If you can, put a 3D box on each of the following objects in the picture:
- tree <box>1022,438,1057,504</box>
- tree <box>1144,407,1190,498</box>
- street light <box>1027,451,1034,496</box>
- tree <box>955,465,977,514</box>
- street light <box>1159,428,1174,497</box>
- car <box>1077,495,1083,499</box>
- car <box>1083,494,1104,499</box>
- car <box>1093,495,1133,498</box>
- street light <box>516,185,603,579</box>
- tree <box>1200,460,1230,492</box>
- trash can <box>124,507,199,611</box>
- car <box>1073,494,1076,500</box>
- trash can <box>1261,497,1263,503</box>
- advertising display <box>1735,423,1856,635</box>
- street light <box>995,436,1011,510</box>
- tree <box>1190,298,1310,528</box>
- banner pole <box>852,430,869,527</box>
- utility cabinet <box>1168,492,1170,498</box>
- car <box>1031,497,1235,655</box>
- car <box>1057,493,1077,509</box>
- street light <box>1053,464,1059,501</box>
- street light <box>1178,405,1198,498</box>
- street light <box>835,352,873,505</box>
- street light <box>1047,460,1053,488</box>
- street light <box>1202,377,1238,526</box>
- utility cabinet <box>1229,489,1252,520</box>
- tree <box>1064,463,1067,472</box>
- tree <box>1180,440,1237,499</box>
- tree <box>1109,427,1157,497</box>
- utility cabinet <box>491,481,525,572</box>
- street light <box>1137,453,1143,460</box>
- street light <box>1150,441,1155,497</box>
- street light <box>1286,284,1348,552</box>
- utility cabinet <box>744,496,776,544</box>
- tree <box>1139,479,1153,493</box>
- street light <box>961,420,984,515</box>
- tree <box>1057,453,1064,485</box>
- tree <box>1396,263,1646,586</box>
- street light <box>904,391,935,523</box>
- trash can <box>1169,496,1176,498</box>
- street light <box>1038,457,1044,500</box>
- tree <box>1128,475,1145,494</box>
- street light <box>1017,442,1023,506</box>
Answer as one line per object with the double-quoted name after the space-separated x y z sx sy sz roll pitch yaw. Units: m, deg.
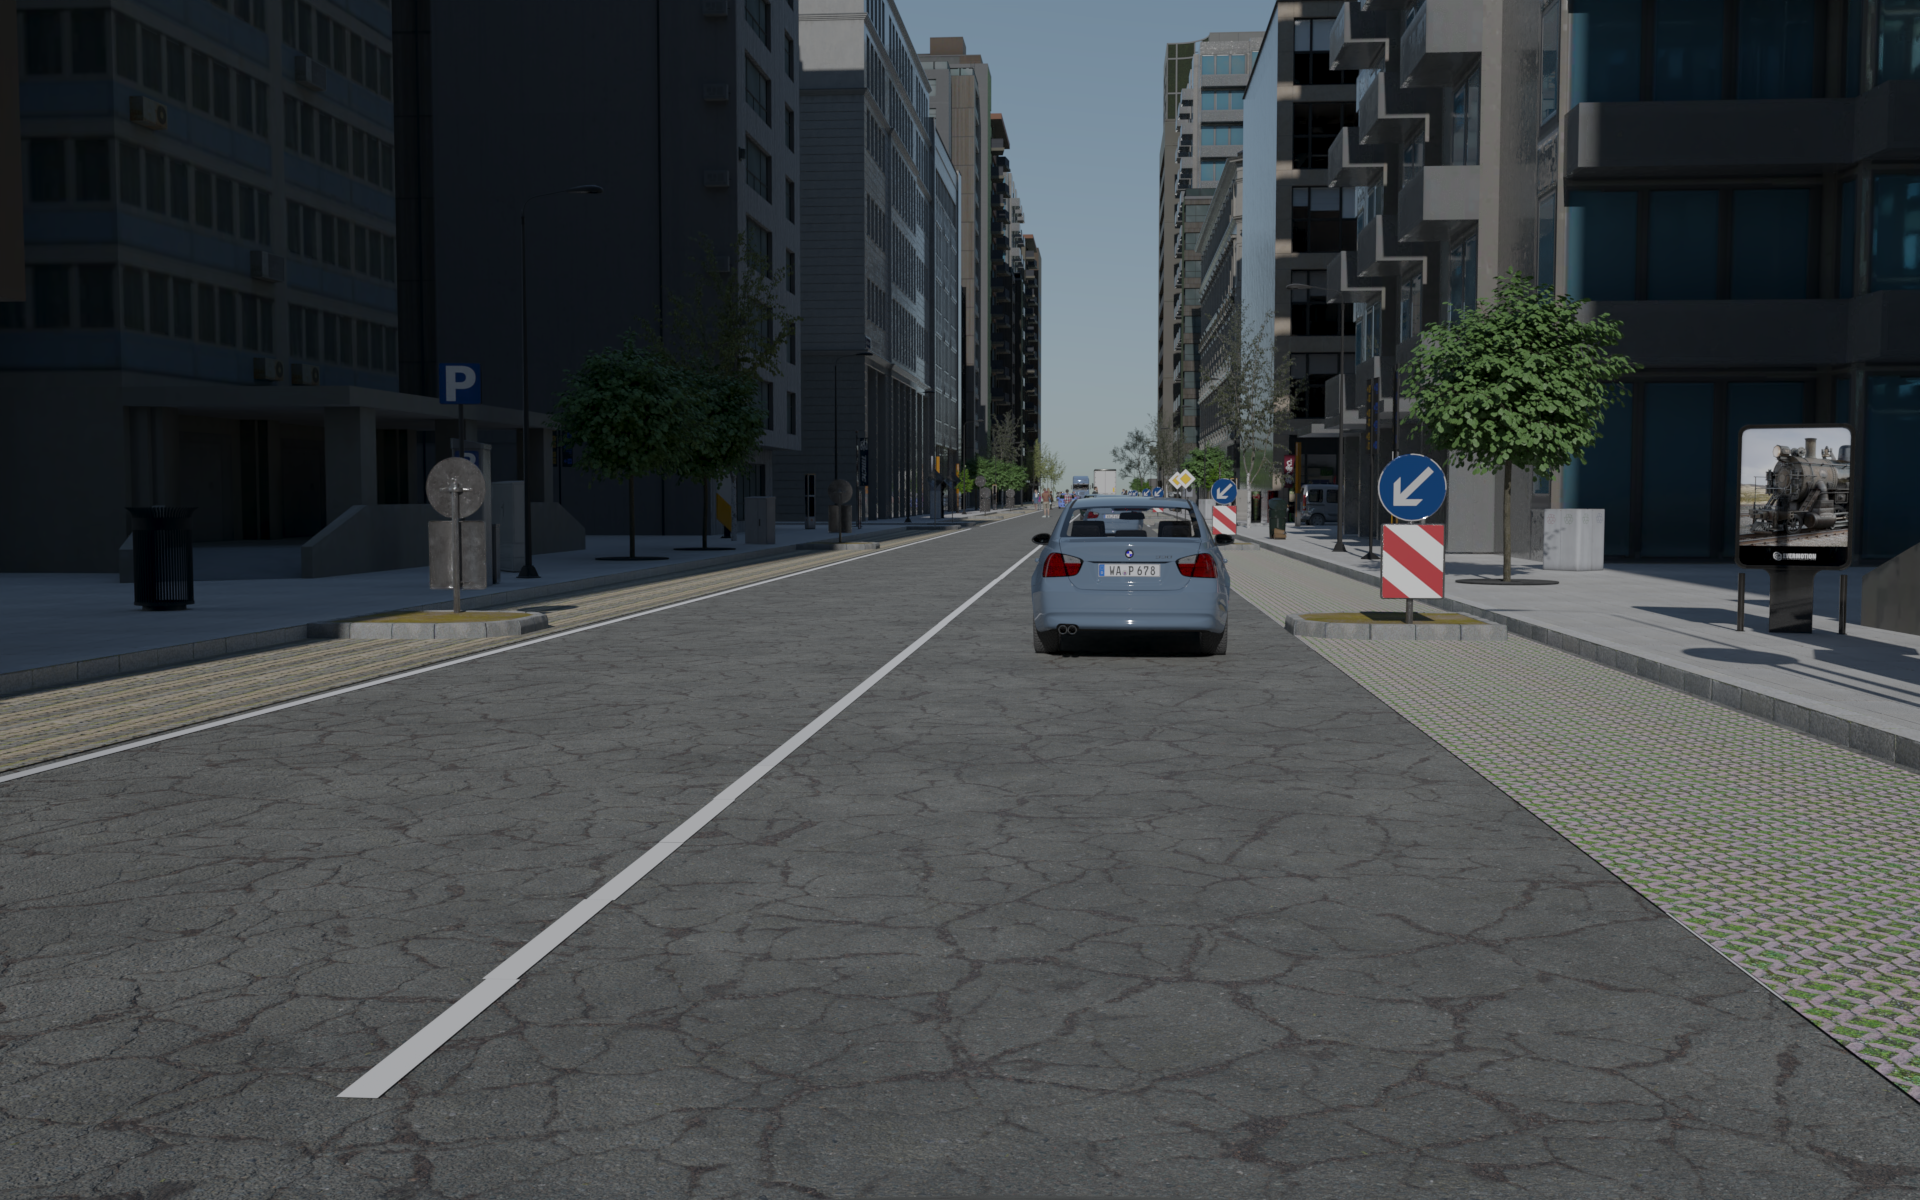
9.618 -16.968 227.792 4.737 8.622 4.395 0 3 0 "tree"
17.454 -11.925 145.340 4.360 8.622 3.978 0 3 0 "tree"
7.180 -13.014 185.316 1.470 5.913 1.316 0 4 5 "street light"
0.376 -7.337 114.555 1.663 3.219 1.824 0 3 0 "tree"
14.734 -9.089 121.148 1.470 5.913 1.316 0 4 5 "street light"
13.507 -11.710 204.043 1.945 1.354 3.894 0 4 7 "car"
7.598 -5.339 97.080 2.009 1.686 4.222 0 4 5 "car"
4.627 -2.449 52.037 2.014 1.417 4.499 0 4 6 "car"
-6.057 -3.285 26.243 1.470 5.913 1.316 0 4 5 "street light"
14.376 -6.331 98.116 1.663 3.219 1.824 0 3 0 "tree"
-8.816 -0.459 19.163 0.748 1.137 0.748 0 3 0 "trash can"
12.165 -11.070 193.003 2.014 1.417 4.499 0 4 4 "car"
13.474 -4.130 79.174 0.748 1.137 0.748 0 3 0 "trash can"
7.678 -0.657 15.958 0.974 1.923 0.123 2 4 24 "advertising display"
3.409 -10.188 139.108 1.470 5.913 1.316 0 4 5 "street light"
10.881 -6.995 64.729 4.360 8.622 3.978 0 3 0 "tree"
-3.857 -4.743 67.558 0.863 3.779 0.401 3 5 40 "banner pole"
18.640 -8.684 150.654 1.173 1.500 0.318 2 4 29 "utility cabinet"
1.663 -0.292 16.773 2.014 1.417 4.499 0 4 6 "car"
10.489 -9.804 169.894 1.945 1.707 3.694 0 4 3 "car"
14.152 -18.110 268.642 1.470 5.913 1.316 0 4 5 "street light"
12.284 -7.230 90.745 1.470 5.913 1.316 0 4 5 "street light"
-3.535 -5.155 56.824 1.470 5.913 1.316 0 4 5 "street light"
11.612 -16.244 238.134 1.470 5.913 1.316 0 4 5 "street light"
10.422 -5.900 69.006 1.470 5.913 1.316 0 4 5 "street light"
13.554 -4.591 83.741 0.318 1.500 1.173 -3 5 -44 "utility cabinet"
15.595 -20.764 289.849 4.737 8.622 4.395 0 3 0 "tree"
15.008 -7.403 104.758 4.285 4.588 4.351 0 3 0 "tree"
25.054 -18.609 238.670 8.767 10.594 7.601 -3 5 -40 "tree"
-7.479 -1.227 28.740 0.318 1.500 1.173 -2 4 -33 "utility cabinet"
21.254 -13.775 197.754 1.470 5.913 1.316 0 4 5 "street light"
17.262 -10.948 151.545 1.470 5.913 1.316 0 4 5 "street light"
7.902 -4.027 38.385 1.470 5.913 1.316 0 4 5 "street light"
-5.151 -2.043 44.563 0.306 1.237 1.020 -3 5 -40 "utility cabinet"
23.691 -13.728 219.046 1.663 3.219 1.824 0 3 0 "tree"
0.808 -8.304 108.315 1.470 5.913 1.316 0 4 5 "street light"
11.671 -18.053 245.528 4.737 8.622 4.395 0 3 0 "tree"
7.975 -2.516 24.843 4.285 4.588 4.351 0 3 0 "tree"
-1.807 -6.446 77.926 1.470 5.913 1.316 0 4 5 "street light"
16.024 -7.251 130.201 0.748 1.137 0.748 0 3 0 "trash can"
9.701 -14.873 215.713 1.470 5.913 1.316 0 4 5 "street light"
30.284 -18.949 293.524 4.285 4.588 4.351 0 3 0 "tree"
4.758 -11.154 154.910 1.470 5.913 1.316 0 4 5 "street light"
